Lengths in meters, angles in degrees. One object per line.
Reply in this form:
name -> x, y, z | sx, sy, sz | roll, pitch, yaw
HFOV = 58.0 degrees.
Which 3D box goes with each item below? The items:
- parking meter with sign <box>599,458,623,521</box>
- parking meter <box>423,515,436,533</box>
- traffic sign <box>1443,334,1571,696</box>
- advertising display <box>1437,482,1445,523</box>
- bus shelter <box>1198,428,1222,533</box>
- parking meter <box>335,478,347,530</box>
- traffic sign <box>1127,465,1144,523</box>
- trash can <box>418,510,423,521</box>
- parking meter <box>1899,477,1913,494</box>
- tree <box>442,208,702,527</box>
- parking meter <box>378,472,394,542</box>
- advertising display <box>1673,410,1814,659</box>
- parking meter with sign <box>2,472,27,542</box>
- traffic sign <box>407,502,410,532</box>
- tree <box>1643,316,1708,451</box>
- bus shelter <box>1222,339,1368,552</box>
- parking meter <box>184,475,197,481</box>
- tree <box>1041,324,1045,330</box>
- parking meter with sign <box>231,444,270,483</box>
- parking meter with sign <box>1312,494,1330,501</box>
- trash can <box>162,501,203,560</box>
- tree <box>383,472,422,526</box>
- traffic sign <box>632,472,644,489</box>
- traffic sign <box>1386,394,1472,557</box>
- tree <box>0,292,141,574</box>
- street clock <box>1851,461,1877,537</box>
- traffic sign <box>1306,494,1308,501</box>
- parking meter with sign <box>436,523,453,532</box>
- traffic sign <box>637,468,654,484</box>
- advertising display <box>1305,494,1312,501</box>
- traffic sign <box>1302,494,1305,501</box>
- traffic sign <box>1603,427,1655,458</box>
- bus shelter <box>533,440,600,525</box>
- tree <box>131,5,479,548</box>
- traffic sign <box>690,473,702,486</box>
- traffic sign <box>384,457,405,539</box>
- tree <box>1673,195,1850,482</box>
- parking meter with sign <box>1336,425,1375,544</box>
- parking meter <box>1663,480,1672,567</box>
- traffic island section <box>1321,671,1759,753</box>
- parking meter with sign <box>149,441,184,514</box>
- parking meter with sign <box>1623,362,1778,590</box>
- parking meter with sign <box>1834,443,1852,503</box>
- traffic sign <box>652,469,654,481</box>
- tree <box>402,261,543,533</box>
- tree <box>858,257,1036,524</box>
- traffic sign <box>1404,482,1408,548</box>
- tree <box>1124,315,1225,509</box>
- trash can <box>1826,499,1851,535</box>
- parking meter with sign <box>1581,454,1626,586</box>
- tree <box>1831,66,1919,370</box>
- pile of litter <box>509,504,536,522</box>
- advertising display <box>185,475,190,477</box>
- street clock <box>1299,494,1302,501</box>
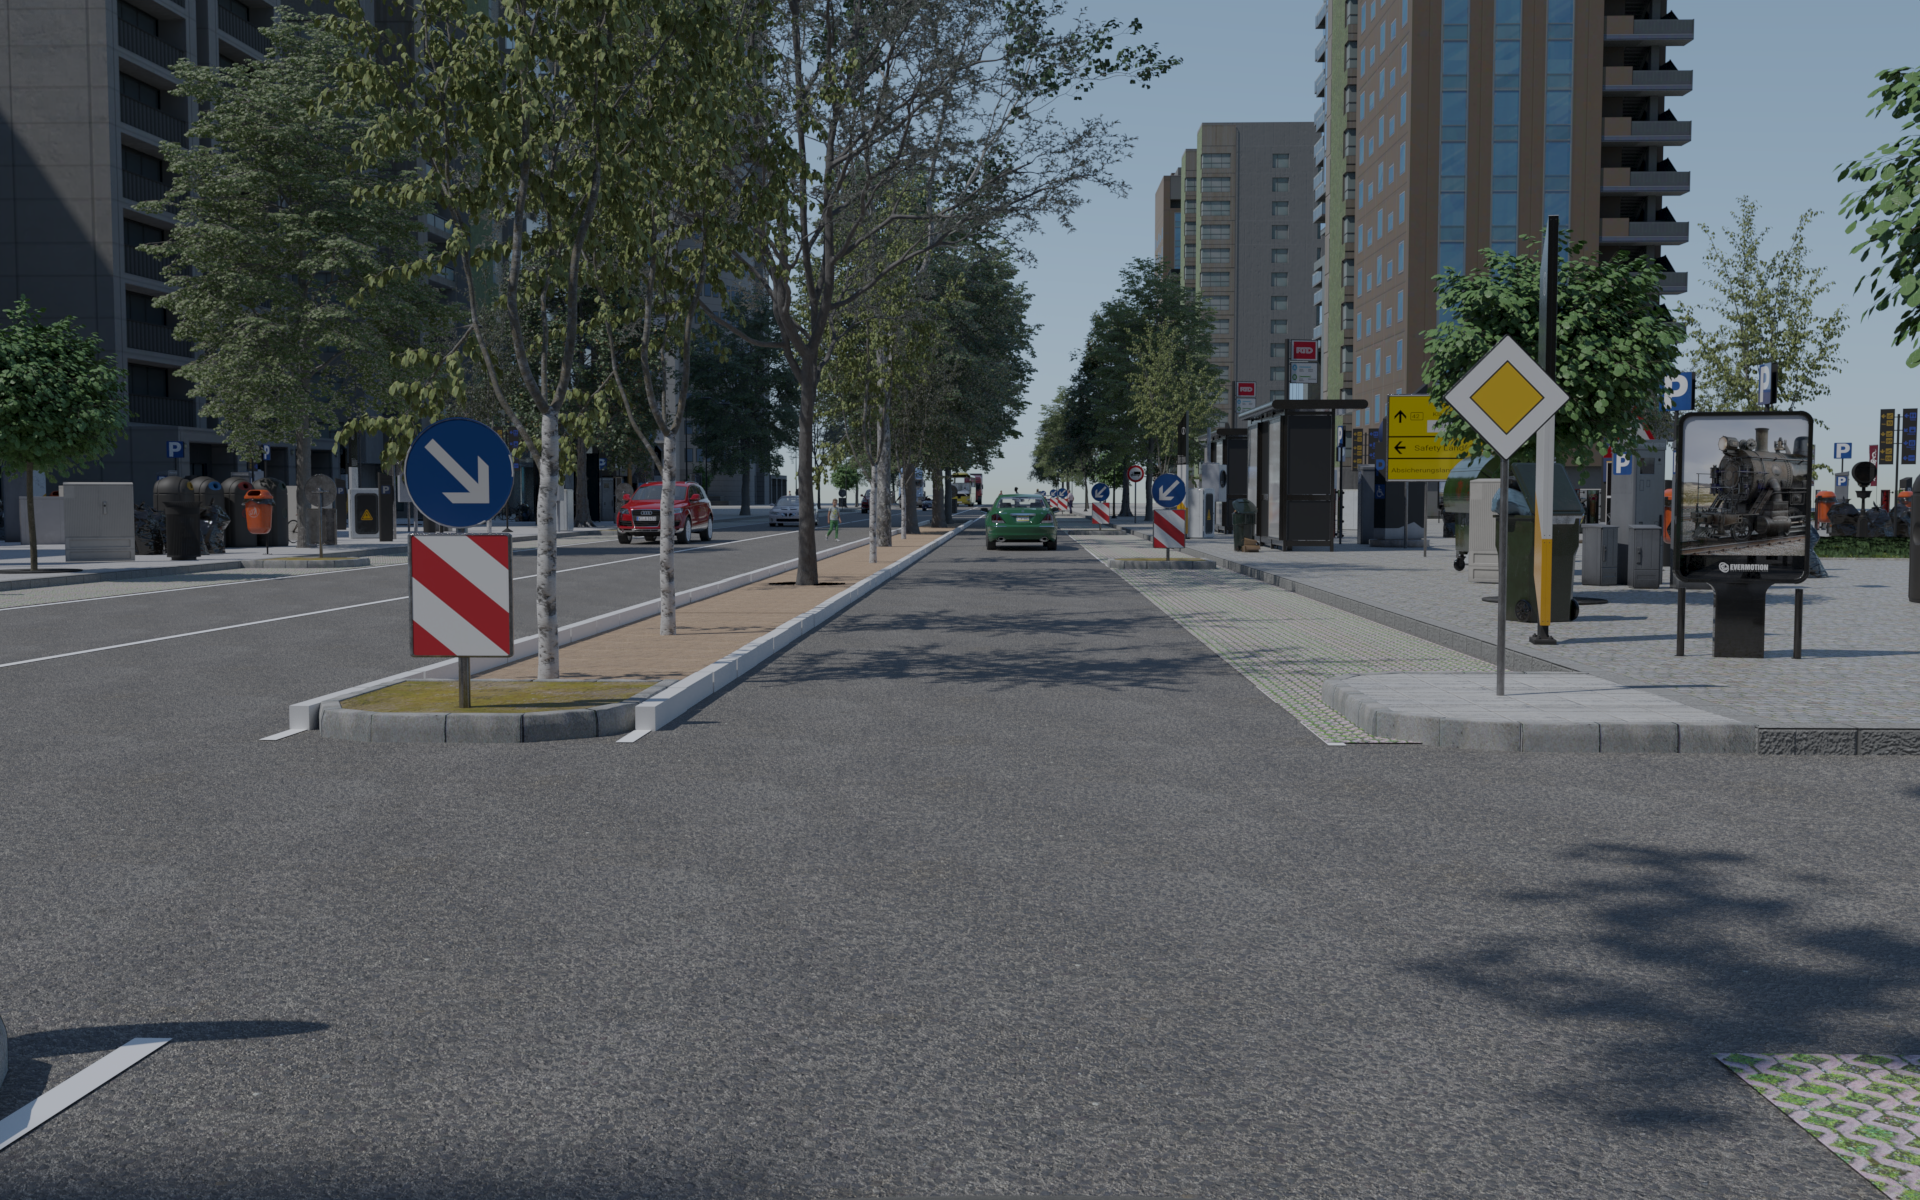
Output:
parking meter with sign -> -16.741, -5.221, 81.624 | 0.543, 3.016, 1.738 | 3, 5, 44
parking meter -> -16.527, -2.784, 53.923 | 0.372, 1.533, 0.369 | 0, 3, 0
traffic sign -> 3.439, -0.448, 10.966 | 0.795, 2.450, 0.064 | 0, 4, 2
advertising display -> 21.603, -4.369, 76.645 | 0.974, 1.923, 0.123 | -1, 4, -10
bus shelter -> 9.373, -4.992, 59.256 | 2.179, 5.291, 8.768 | 0, 4, 2
parking meter -> -22.088, -3.433, 61.833 | 0.399, 1.863, 0.255 | -1, 4, -17
traffic sign -> 7.707, -4.645, 76.054 | 0.768, 2.556, 0.104 | 0, 4, 5
trash can -> -25.662, -4.326, 82.390 | 0.748, 1.137, 0.748 | 0, 3, 0
parking meter -> 32.360, -3.278, 59.301 | 0.399, 1.863, 0.255 | -2, 4, -27
tree -> -14.701, -9.172, 66.972 | 9.611, 12.733, 9.660 | 0, 3, 0
parking meter -> -15.462, -2.507, 46.693 | 0.399, 1.863, 0.255 | -1, 4, -21
advertising display -> 6.108, -0.509, 13.542 | 0.974, 1.923, 0.123 | 1, 4, 15
parking meter with sign -> -25.136, -3.054, 46.202 | 1.738, 3.016, 0.543 | -2, 4, -28
traffic sign -> -18.747, -3.593, 58.849 | 0.768, 2.556, 0.104 | 0, 4, 6
tree -> 28.788, -7.450, 72.169 | 4.360, 8.622, 3.978 | 0, 3, 0
bus shelter -> 8.124, -3.970, 42.548 | 2.179, 5.291, 8.768 | 0, 4, 2
parking meter -> -23.729, -2.915, 53.365 | 0.399, 1.863, 0.255 | 1, 4, 22
tree -> -0.882, -10.022, 72.970 | 9.857, 13.997, 8.962 | 0, 3, 0
parking meter with sign -> -25.250, -3.961, 61.016 | 1.738, 3.016, 0.543 | 0, 4, 2
parking meter with sign -> 13.402, -4.170, 64.438 | 1.738, 3.016, 0.543 | 3, 5, 40
trash can -> -15.084, -1.344, 33.633 | 0.748, 1.137, 0.748 | 0, 3, 0
tree -> -22.519, -4.671, 70.979 | 1.663, 3.219, 1.824 | 0, 3, 0
traffic sign -> -15.391, -5.061, 82.751 | 0.884, 2.594, 0.081 | 0, 4, 5
traffic sign -> 9.805, -2.526, 35.178 | 2.265, 3.308, 0.079 | 0, 4, 7
tree -> -15.293, -2.735, 28.438 | 4.285, 4.588, 4.351 | 0, 3, 0
street clock -> 19.964, -2.062, 38.284 | 0.471, 2.002, 0.358 | 1, 4, 12
traffic sign -> 9.559, -2.790, 47.751 | 0.606, 2.300, 0.079 | 1, 4, 10
parking meter with sign -> -17.769, -3.868, 59.507 | 0.543, 3.016, 1.738 | 0, 4, -3
traffic sign -> -13.914, -4.678, 76.595 | 0.768, 2.556, 0.104 | 1, 4, 9
advertising display -> 11.925, -3.304, 59.231 | 0.123, 1.923, 0.974 | 0, 4, 5
traffic sign -> 9.687, -2.982, 48.864 | 0.768, 2.556, 0.104 | 0, 4, 2
traffic sign -> 9.891, -1.559, 25.494 | 0.884, 2.594, 0.081 | 0, 4, 2
bus shelter -> -17.002, -5.171, 75.828 | 1.731, 3.624, 6.357 | 0, 4, 2
tree -> -15.299, -7.498, 40.719 | 7.486, 12.596, 7.792 | 0, 3, 0
traffic sign -> -12.920, -5.048, 84.670 | 0.606, 2.300, 0.079 | 0, 4, 6
traffic sign -> -16.020, -2.993, 49.036 | 0.768, 2.556, 0.104 | 1, 4, 10
tree -> 19.658, -5.622, 42.289 | 4.737, 8.622, 4.395 | 0, 3, 0
parking meter with sign -> 10.558, -2.935, 44.253 | 1.738, 3.016, 0.543 | 0, 4, -1
parking meter -> 12.476, -1.362, 30.673 | 0.372, 1.533, 0.369 | 0, 3, 0
traffic island section -> 3.462, 0.687, 11.043 | 2.009, 0.180, 2.903 | 0, 4, 2
parking meter with sign -> -25.793, -3.670, 56.260 | 0.543, 3.016, 1.738 | 0, 4, -2
parking meter with sign -> 9.967, -1.655, 23.318 | 1.738, 3.016, 0.543 | 1, 4, 9
parking meter with sign -> 29.475, -3.773, 57.944 | 0.543, 3.016, 1.738 | 2, 4, 28
traffic sign -> -15.161, -5.176, 84.730 | 0.768, 2.556, 0.104 | 0, 4, 5
tree -> -15.059, -6.359, 54.340 | 4.360, 8.622, 3.978 | 0, 3, 0
tree -> -0.468, -9.858, 81.758 | 7.486, 12.596, 7.792 | 0, 3, 0
traffic sign -> 10.523, -2.491, 40.832 | 0.768, 2.556, 0.104 | 1, 4, 10
tree -> 8.505, -7.386, 71.123 | 4.737, 8.622, 4.395 | 0, 3, 0
trash can -> 27.007, -2.547, 53.295 | 0.748, 1.137, 0.748 | 0, 3, 0
parking meter with sign -> 9.581, -1.729, 24.536 | 1.738, 3.016, 0.543 | -2, 4, -30
tree -> 6.675, -1.584, 9.607 | 4.285, 4.588, 4.351 | 0, 3, 0
pile of litter -> -20.202, -4.073, 80.560 | 1.719, 0.858, 1.176 | 1, 4, 12
advertising display -> -26.730, -3.360, 60.148 | 0.123, 1.923, 0.974 | -2, 4, -34
street clock -> 10.399, -2.960, 52.963 | 0.471, 2.002, 0.358 | -1, 4, -18
